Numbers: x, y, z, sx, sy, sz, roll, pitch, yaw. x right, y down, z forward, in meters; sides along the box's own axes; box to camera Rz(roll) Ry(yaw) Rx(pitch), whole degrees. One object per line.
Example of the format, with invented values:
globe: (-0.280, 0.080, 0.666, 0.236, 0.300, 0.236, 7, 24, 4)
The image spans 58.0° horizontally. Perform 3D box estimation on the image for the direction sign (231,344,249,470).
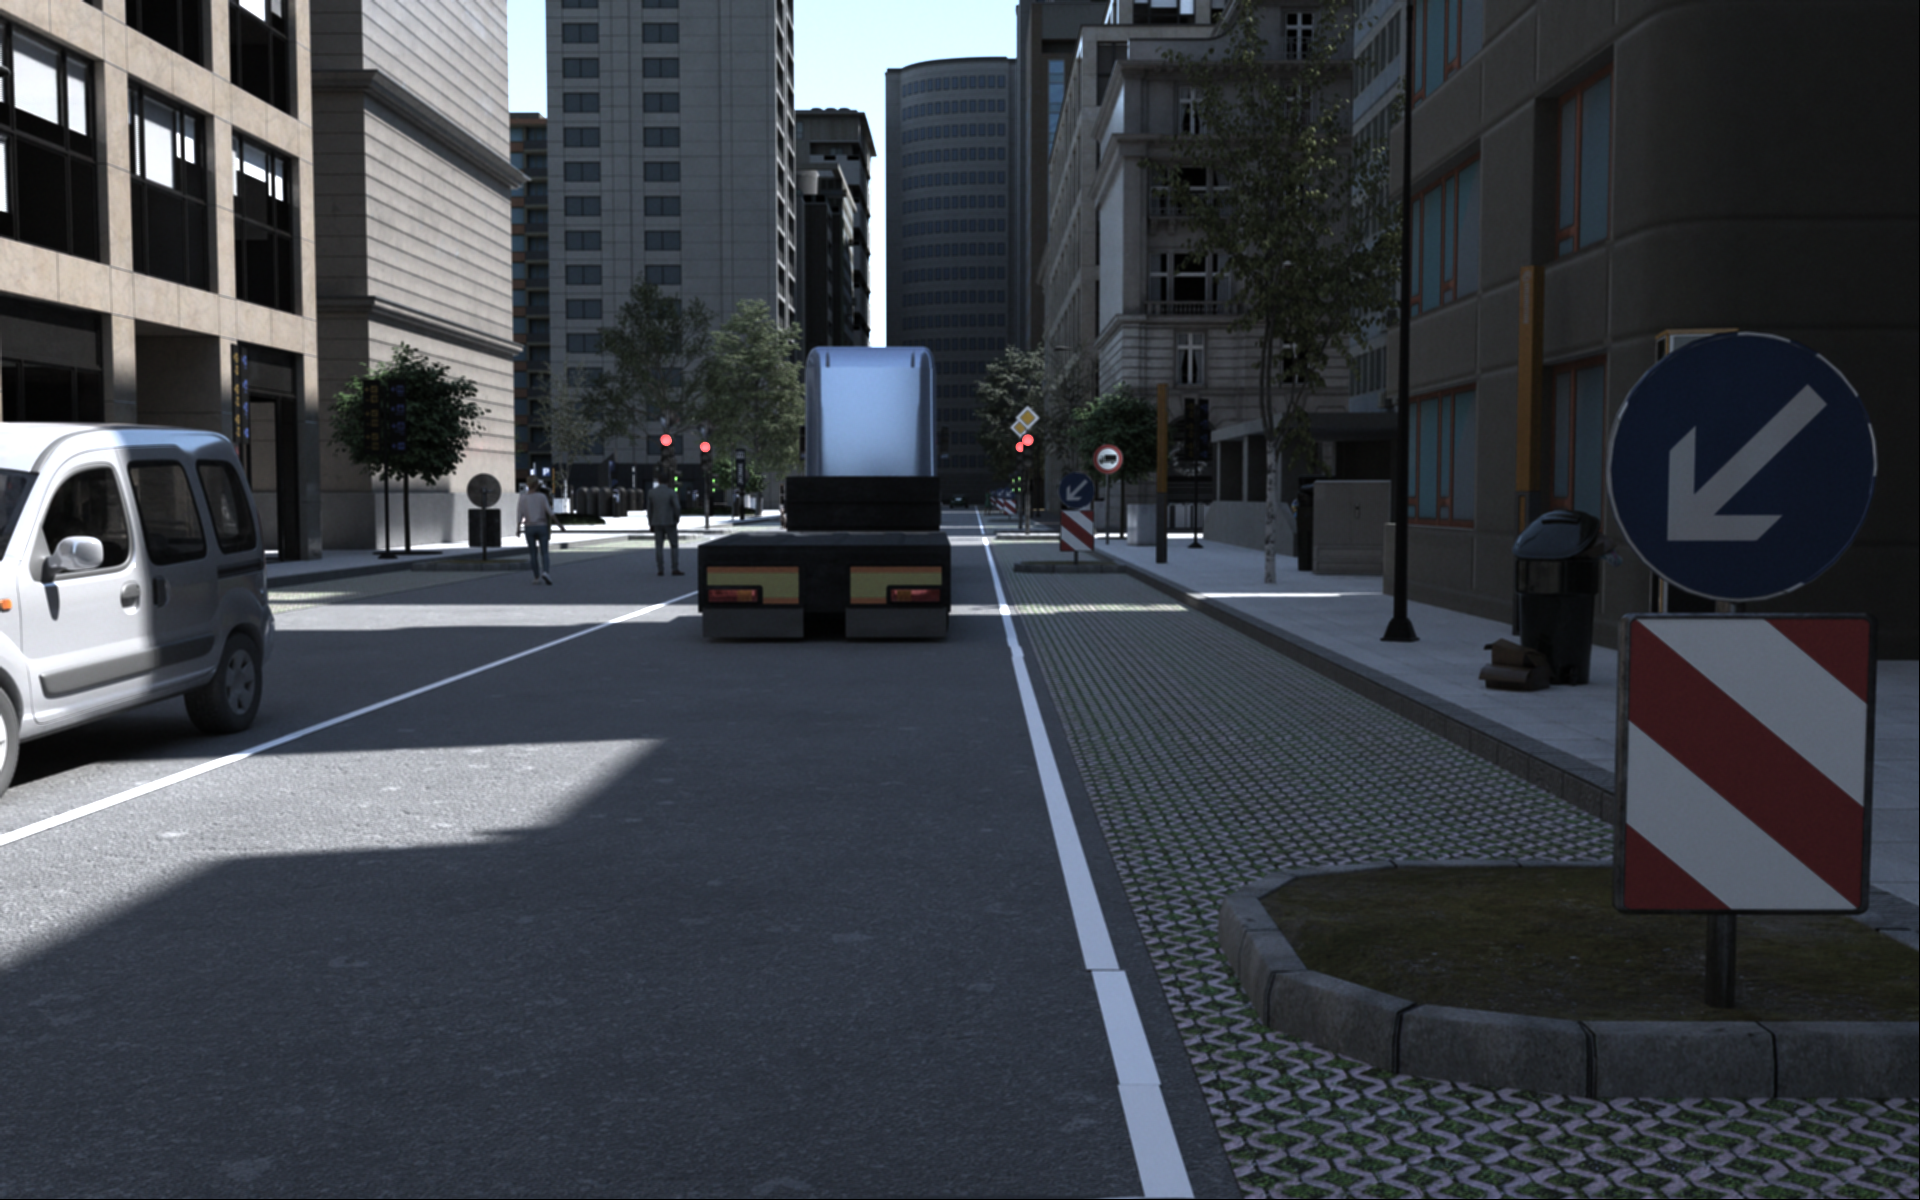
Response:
direction sign: (-11.030, -2.116, 26.599, 0.379, 3.537, 0.876, -1, 4, -9)

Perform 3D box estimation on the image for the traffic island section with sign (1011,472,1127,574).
traffic island section with sign: (2.000, -1.428, 31.975, 1.989, 1.847, 2.006, 0, 4, 0)

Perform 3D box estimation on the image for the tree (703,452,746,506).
tree: (-17.659, -8.945, 129.964, 4.285, 4.588, 4.351, 0, 3, 0)

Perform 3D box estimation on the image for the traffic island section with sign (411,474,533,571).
traffic island section with sign: (-9.114, -1.479, 32.811, 1.989, 1.847, 2.006, 0, 4, 0)

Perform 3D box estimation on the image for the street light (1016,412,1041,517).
street light: (3.865, -7.650, 97.620, 1.470, 5.913, 1.316, 0, 4, 0)

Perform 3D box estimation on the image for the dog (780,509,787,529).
dog: (-7.134, -3.336, 71.380, 0.800, 0.831, 0.513, -2, 4, -32)

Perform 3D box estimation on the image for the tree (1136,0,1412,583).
tree: (4.706, -4.544, 24.665, 4.737, 8.622, 4.395, 0, 3, 0)

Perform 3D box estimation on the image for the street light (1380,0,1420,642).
street light: (3.318, -2.598, 15.022, 1.470, 5.913, 1.316, 0, 4, 0)

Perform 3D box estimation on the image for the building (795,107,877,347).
building: (-23.551, -39.575, 236.292, 27.495, 52.752, 28.713, 0, 4, 0)

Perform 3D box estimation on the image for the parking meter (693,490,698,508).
parking meter: (-18.476, -6.885, 120.976, 0.372, 1.533, 0.369, 0, 3, 0)

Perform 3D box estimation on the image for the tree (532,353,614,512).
tree: (-20.546, -8.589, 90.800, 4.360, 8.622, 3.978, 0, 3, 0)

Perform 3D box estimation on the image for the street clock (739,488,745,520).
street clock: (-10.726, -4.933, 85.228, 0.358, 2.002, 0.471, 0, 4, 4)

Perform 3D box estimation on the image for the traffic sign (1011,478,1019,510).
traffic sign: (4.413, -8.318, 136.110, 0.768, 2.556, 0.104, 0, 4, 7)

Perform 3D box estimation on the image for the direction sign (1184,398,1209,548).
direction sign: (5.614, -3.008, 41.184, 0.876, 3.537, 0.379, -3, 5, -44)

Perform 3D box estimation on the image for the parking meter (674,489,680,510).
parking meter: (-14.967, -5.067, 91.259, 0.372, 1.533, 0.369, 0, 3, 0)

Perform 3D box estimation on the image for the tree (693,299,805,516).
tree: (-12.089, -11.208, 101.377, 7.486, 12.596, 7.792, 0, 3, 0)

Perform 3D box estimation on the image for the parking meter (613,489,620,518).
parking meter: (-18.720, -5.256, 94.351, 0.372, 1.533, 0.369, 0, 3, 0)

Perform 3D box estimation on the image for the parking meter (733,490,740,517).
parking meter: (-12.636, -5.465, 97.762, 0.372, 1.533, 0.369, 0, 3, 0)

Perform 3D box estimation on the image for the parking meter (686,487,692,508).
parking meter: (-20.931, -7.835, 133.805, 0.399, 1.863, 0.255, -1, 4, -12)

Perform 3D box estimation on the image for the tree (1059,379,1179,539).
tree: (4.581, -4.042, 49.794, 4.285, 4.588, 4.351, 0, 3, 0)

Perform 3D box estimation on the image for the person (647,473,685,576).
person: (-5.199, -1.340, 30.509, 0.635, 1.810, 0.391, 0, 4, -1)

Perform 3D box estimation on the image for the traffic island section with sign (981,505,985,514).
traffic island section with sign: (2.595, -6.517, 115.173, 1.989, 1.847, 2.006, 0, 4, 0)

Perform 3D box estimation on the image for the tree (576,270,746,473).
tree: (-12.643, -8.478, 73.029, 7.601, 10.594, 8.767, -1, 4, -15)

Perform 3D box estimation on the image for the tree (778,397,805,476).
tree: (-11.522, -10.781, 126.630, 4.737, 8.622, 4.395, 0, 3, 0)

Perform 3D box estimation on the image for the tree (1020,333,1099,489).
tree: (4.856, -7.832, 78.407, 4.360, 8.622, 3.978, 0, 3, 0)

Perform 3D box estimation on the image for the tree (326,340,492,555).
tree: (-11.780, -3.265, 37.095, 4.285, 4.588, 4.351, 0, 3, 0)

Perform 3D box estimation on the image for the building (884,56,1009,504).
building: (4.270, -42.175, 231.563, 28.212, 58.520, 21.231, 0, 4, 0)

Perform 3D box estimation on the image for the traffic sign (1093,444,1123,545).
traffic sign: (3.752, -2.684, 43.987, 0.768, 2.556, 0.104, 0, 4, 5)

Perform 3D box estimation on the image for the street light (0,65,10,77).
street light: (-10.962, -2.833, 18.866, 1.470, 5.913, 1.316, 0, 4, 0)

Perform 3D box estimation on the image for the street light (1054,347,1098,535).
street light: (3.654, -5.028, 54.752, 1.470, 5.913, 1.316, 0, 4, 0)

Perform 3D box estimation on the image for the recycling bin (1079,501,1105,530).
recycling bin: (4.745, -3.042, 62.288, 0.722, 1.027, 0.722, -2, 4, -25)

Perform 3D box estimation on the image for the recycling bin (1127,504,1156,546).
recycling bin: (4.608, -1.866, 43.055, 0.722, 1.027, 0.722, -1, 4, -17)

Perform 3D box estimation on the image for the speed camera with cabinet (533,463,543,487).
speed camera with cabinet: (-26.195, -6.962, 108.169, 0.660, 3.252, 2.038, -2, 4, -29)

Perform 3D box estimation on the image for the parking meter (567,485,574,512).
parking meter: (-23.897, -6.150, 106.263, 0.255, 1.863, 0.399, 1, 4, 14)

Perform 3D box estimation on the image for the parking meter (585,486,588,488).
parking meter: (-28.746, -7.797, 133.186, 0.255, 1.863, 0.399, -1, 4, -16)

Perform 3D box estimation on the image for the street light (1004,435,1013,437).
street light: (4.211, -10.063, 137.074, 1.470, 5.913, 1.316, 0, 4, 0)

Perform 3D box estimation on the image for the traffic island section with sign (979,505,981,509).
traffic island section with sign: (2.948, -9.584, 165.328, 1.989, 1.847, 2.006, 0, 4, 0)

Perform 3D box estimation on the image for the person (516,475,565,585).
person: (-6.626, -1.118, 27.451, 0.731, 1.740, 0.598, -2, 4, -24)

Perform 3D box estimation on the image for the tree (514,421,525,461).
tree: (-36.112, -11.256, 134.395, 4.737, 8.622, 4.395, 0, 3, 0)

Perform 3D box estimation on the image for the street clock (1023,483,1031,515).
street clock: (4.073, -6.358, 108.519, 0.358, 2.002, 0.471, 1, 4, 11)

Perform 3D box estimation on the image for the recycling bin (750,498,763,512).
recycling bin: (-14.772, -6.914, 125.599, 0.722, 1.027, 0.722, -2, 4, -26)

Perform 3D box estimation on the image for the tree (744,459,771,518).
tree: (-11.355, -6.098, 94.298, 1.663, 3.219, 1.824, 0, 3, 0)

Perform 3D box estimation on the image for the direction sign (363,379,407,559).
direction sign: (-11.378, -2.589, 34.332, 0.876, 3.537, 0.379, 0, 4, 7)

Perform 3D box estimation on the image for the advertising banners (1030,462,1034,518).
advertising banners: (3.940, -6.008, 94.412, 0.090, 3.025, 2.074, 0, 4, 6)

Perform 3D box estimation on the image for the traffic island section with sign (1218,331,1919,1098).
traffic island section with sign: (1.812, 0.221, 5.021, 1.989, 1.847, 2.006, 0, 4, 0)

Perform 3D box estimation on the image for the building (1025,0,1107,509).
building: (13.055, -30.970, 156.471, 14.600, 45.320, 14.200, 0, 4, 0)

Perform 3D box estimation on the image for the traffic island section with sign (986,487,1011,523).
traffic island section with sign: (2.394, -4.828, 87.565, 1.989, 1.847, 2.006, 0, 4, 0)

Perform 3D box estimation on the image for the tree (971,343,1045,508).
tree: (5.549, -14.562, 144.742, 9.857, 13.997, 8.962, 0, 3, 0)

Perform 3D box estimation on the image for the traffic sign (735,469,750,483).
traffic sign: (-10.752, -5.228, 85.583, 0.768, 2.556, 0.104, 1, 4, 8)

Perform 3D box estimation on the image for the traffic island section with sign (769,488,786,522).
traffic island section with sign: (-8.713, -4.904, 88.814, 1.989, 1.847, 2.006, 0, 4, 0)

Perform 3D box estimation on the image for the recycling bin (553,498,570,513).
recycling bin: (-23.465, -5.472, 102.020, 0.722, 1.027, 0.722, 2, 4, 24)

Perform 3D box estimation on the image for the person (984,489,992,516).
person: (1.825, -6.398, 113.349, 0.529, 1.795, 0.600, 0, 4, -7)
